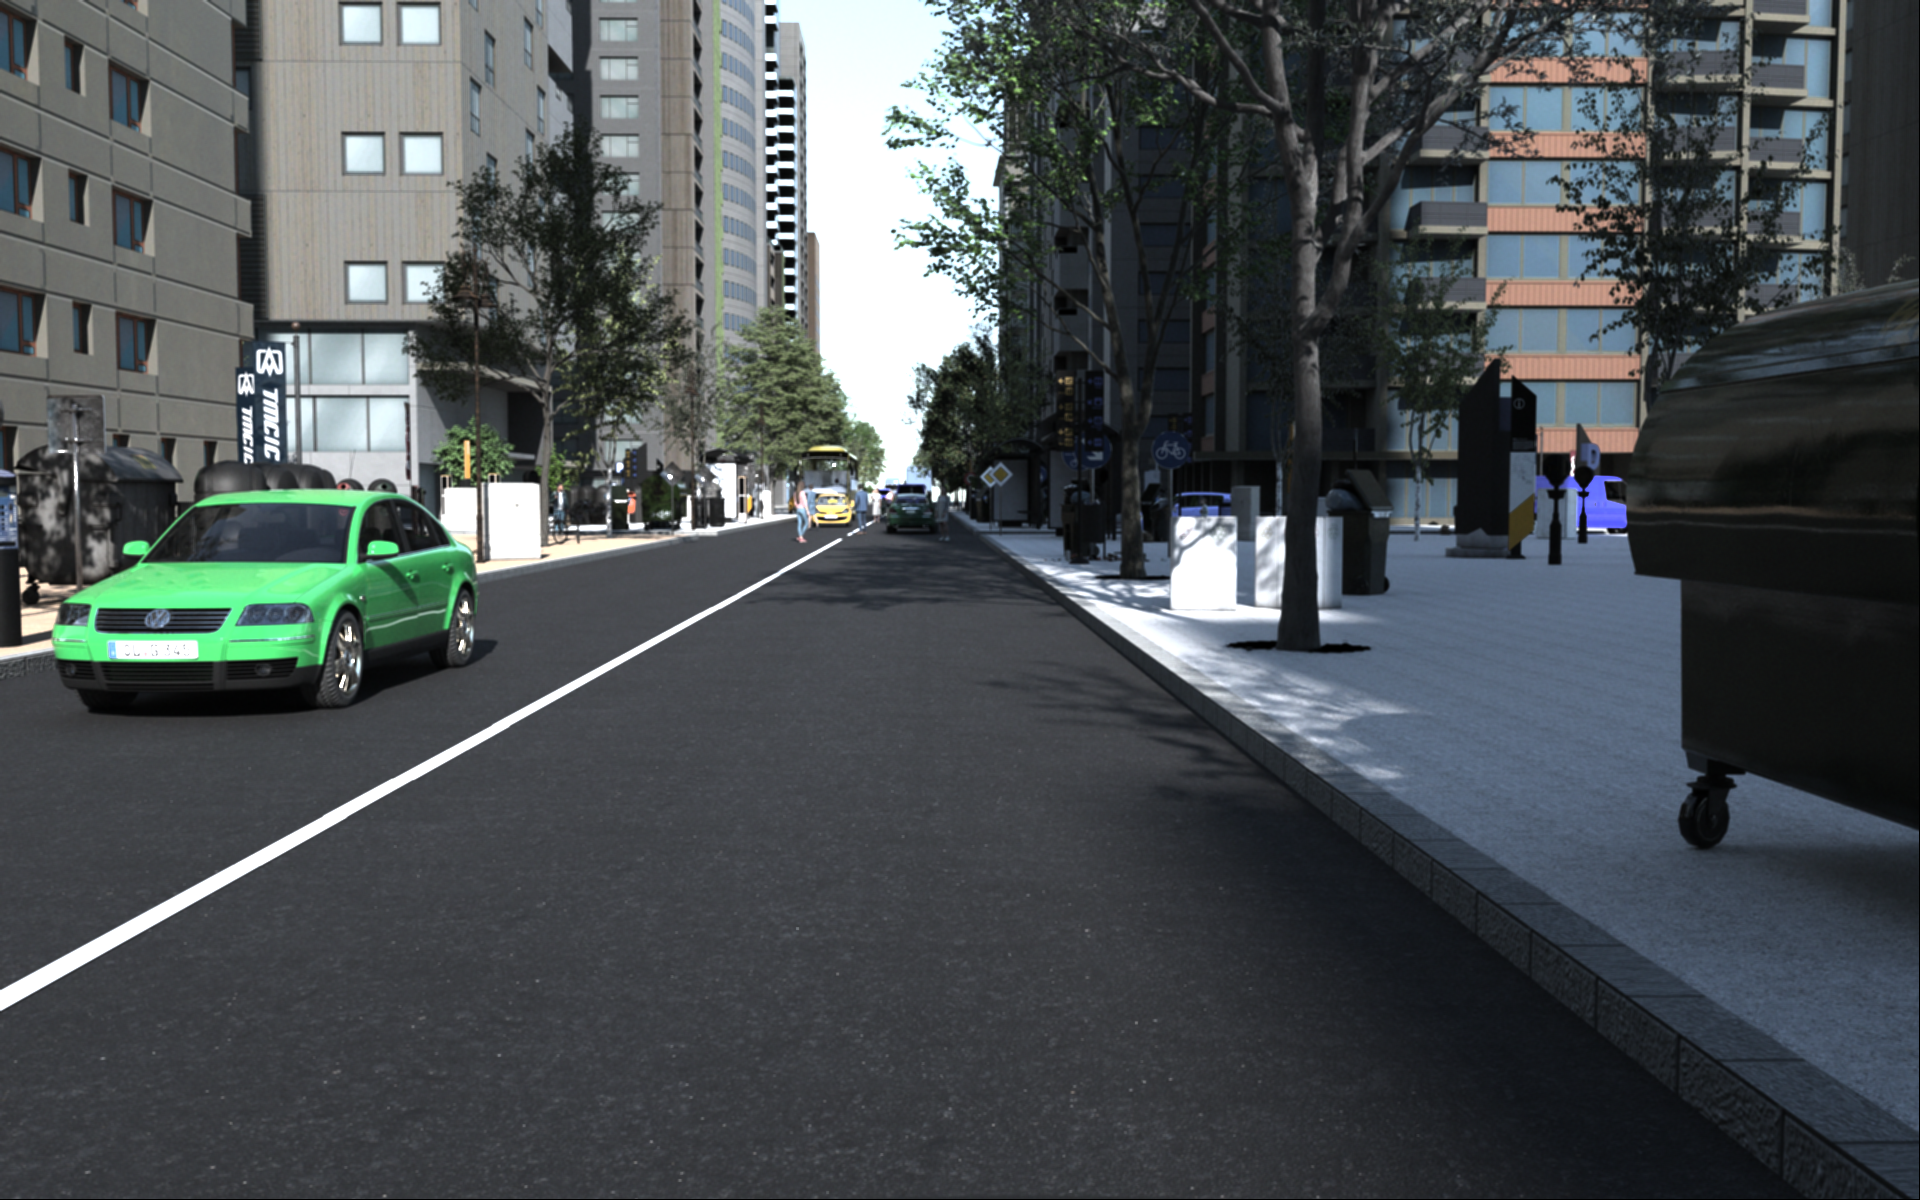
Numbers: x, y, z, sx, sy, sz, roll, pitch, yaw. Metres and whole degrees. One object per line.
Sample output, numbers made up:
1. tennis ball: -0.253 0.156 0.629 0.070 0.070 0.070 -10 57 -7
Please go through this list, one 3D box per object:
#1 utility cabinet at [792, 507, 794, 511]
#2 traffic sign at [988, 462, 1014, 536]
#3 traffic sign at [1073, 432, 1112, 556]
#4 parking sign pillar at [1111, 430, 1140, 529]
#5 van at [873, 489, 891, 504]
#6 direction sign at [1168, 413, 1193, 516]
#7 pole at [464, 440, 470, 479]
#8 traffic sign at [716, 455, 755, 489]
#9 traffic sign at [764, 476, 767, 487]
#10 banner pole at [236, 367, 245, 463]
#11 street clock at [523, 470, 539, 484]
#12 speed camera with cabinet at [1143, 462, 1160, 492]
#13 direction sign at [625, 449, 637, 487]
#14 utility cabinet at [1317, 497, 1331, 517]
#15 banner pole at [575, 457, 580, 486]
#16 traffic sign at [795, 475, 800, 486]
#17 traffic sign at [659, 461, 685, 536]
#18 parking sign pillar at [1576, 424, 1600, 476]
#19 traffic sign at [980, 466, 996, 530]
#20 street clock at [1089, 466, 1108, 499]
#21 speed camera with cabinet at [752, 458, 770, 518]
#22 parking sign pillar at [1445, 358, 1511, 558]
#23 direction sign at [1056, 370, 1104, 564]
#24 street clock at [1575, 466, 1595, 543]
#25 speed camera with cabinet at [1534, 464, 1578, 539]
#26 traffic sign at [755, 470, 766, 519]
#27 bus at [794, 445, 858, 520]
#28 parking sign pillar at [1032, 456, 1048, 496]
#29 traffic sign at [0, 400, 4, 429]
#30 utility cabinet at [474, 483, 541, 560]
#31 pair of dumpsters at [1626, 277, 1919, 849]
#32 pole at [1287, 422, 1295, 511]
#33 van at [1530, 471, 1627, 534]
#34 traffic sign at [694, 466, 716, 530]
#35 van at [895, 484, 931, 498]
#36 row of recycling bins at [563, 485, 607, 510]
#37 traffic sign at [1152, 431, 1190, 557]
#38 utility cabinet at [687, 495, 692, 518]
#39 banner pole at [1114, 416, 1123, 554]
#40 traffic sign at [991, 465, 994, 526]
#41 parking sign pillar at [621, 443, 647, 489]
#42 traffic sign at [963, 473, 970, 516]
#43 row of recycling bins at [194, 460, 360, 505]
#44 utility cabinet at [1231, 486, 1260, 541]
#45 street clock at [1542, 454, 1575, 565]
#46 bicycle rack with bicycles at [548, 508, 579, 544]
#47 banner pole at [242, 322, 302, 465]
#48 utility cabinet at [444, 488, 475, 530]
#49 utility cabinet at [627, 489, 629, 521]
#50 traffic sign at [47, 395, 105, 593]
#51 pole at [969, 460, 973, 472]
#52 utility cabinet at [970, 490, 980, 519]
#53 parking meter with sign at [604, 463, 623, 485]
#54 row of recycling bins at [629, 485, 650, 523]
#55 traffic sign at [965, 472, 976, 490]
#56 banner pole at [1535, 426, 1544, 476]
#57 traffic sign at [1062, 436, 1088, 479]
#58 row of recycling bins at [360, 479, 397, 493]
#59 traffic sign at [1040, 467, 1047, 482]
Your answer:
1. utility cabinet: -12.131 -7.350 128.858 0.318 1.500 1.173 1 4 23
2. traffic sign: 1.254 -3.046 53.448 0.795 2.450 0.064 0 4 -1
3. traffic sign: 2.653 -2.120 34.761 0.768 2.556 0.104 0 4 4
4. parking sign pillar: 5.857 -4.630 64.181 1.447 3.967 1.447 1 4 20
5. van: -8.752 -11.799 197.298 2.240 2.365 5.245 0 4 -1
6. direction sign: 6.162 -3.454 48.474 0.379 3.537 0.876 -3 5 -44
7. pole: -18.758 -4.412 65.978 0.158 3.312 0.155 0 3 0
8. traffic sign: -11.657 -5.823 89.080 2.265 3.308 0.079 0 4 0
9. traffic sign: -10.997 -5.743 96.023 0.606 2.300 0.079 0 4 4
10. banner pole: -12.213 -2.447 30.024 0.863 3.779 0.401 1 4 22
11. street clock: -13.144 -2.967 53.087 0.358 2.002 0.471 2 4 29
12. speed camera with cabinet: 7.423 -4.445 67.011 0.660 3.252 2.038 0 4 8
13. direction sign: -16.396 -5.776 86.440 0.876 3.537 0.379 3 5 42
14. utility cabinet: 22.705 -5.974 108.839 1.020 1.237 0.306 0 4 5
15. banner pole: -23.420 -7.098 106.065 0.401 3.779 0.863 1 4 10
16. traffic sign: -10.596 -6.937 113.521 0.768 2.556 0.104 0 4 7
17. traffic sign: -8.839 -3.034 53.254 0.795 2.450 0.064 0 4 -1
18. parking sign pillar: 24.173 -4.783 66.675 1.447 3.967 1.447 3 5 43
19. traffic sign: 1.083 -3.534 61.431 0.795 2.450 0.064 0 4 -1
20. street clock: 3.597 -2.473 45.006 0.471 2.002 0.358 -1 4 -12
21. speed camera with cabinet: -10.854 -6.124 94.458 0.660 3.252 2.038 -1 4 -20
22. parking sign pillar: 10.634 -2.856 35.172 1.447 3.967 1.447 -1 4 -15
23. direction sign: 2.201 -2.437 31.837 0.876 3.537 0.379 0 4 -3
24. street clock: 16.253 -2.482 45.147 0.471 2.002 0.358 2 4 35
25. speed camera with cabinet: 16.739 -3.396 49.862 0.660 3.252 2.038 -3 4 -38
26. traffic sign: -10.502 -5.530 90.519 0.768 2.556 0.104 0 4 4
27. bus: -6.850 -6.102 91.307 2.896 3.916 12.252 0 4 -1
28. parking sign pillar: 5.300 -7.596 112.663 1.447 3.967 1.447 -3 5 -41
29. traffic sign: -10.943 -1.164 19.133 0.768 2.556 0.104 0 4 0
30. utility cabinet: -8.755 -1.527 33.641 1.173 1.500 0.318 -3 5 -40
31. pair of dumpsters: 3.271 -0.106 4.221 1.574 2.255 4.437 0 4 -1
32. pole: 9.200 -3.317 48.069 0.158 3.312 0.155 0 3 0
33. van: 20.548 -3.265 57.761 5.245 2.365 2.240 0 4 -2
34. traffic sign: -9.009 -3.523 61.237 0.795 2.450 0.064 0 4 -1
35. van: -2.924 -6.246 106.502 2.240 2.365 5.245 0 4 0
36. row of recycling bins: -17.183 -4.389 78.869 3.534 1.692 1.069 2 4 35
37. traffic sign: 4.254 -2.136 35.036 0.768 2.556 0.104 0 4 4
38. utility cabinet: -14.091 -4.981 92.607 1.020 1.237 0.306 -1 4 -18
39. banner pole: 3.522 -2.870 36.943 0.401 3.779 0.863 0 4 -4
40. traffic sign: 1.362 -4.288 70.120 0.884 2.594 0.081 0 4 6
41. parking sign pillar: -17.048 -6.249 90.640 1.447 3.967 1.447 -2 4 -35
42. traffic sign: 0.586 -6.244 102.198 0.768 2.556 0.104 0 4 0
43. row of recycling bins: -9.000 -0.955 22.734 1.069 1.692 3.534 0 4 -2
44. utility cabinet: 7.817 -2.378 47.554 0.318 1.500 1.173 -1 4 -18
45. street clock: 10.836 -1.646 31.487 0.471 2.002 0.358 2 4 33
46. bicycle rack with bicycles: -11.048 -1.859 43.777 2.852 0.926 2.925 1 4 14
47. banner pole: -9.821 -2.147 25.125 0.863 3.779 0.401 -3 5 -41
48. utility cabinet: -17.463 -3.173 60.563 0.318 1.500 1.173 3 4 37
49. utility cabinet: -16.149 -4.444 81.338 1.173 1.500 0.318 -1 4 -22
50. traffic sign: -9.153 -0.968 17.961 0.606 2.300 0.079 0 4 3
51. pole: 0.669 -6.685 103.143 0.158 3.312 0.155 0 3 0
52. utility cabinet: 0.895 -4.879 88.453 0.318 1.500 1.173 -2 4 -28
53. parking meter with sign: -19.608 -6.177 97.261 1.738 3.016 0.543 3 5 42
54. row of recycling bins: -14.399 -4.342 78.096 1.069 1.692 3.534 0 4 -7
55. traffic sign: 0.651 -6.176 101.076 0.768 2.556 0.104 0 4 3
56. banner pole: 21.171 -4.514 63.817 0.863 3.779 0.401 3 4 36
57. traffic sign: 2.611 -2.315 37.957 0.768 2.556 0.104 0 4 -1
58. row of recycling bins: -17.095 -2.446 47.106 3.534 1.692 1.069 0 4 -5
59. traffic sign: 3.592 -4.850 79.396 0.768 2.556 0.104 0 4 1
